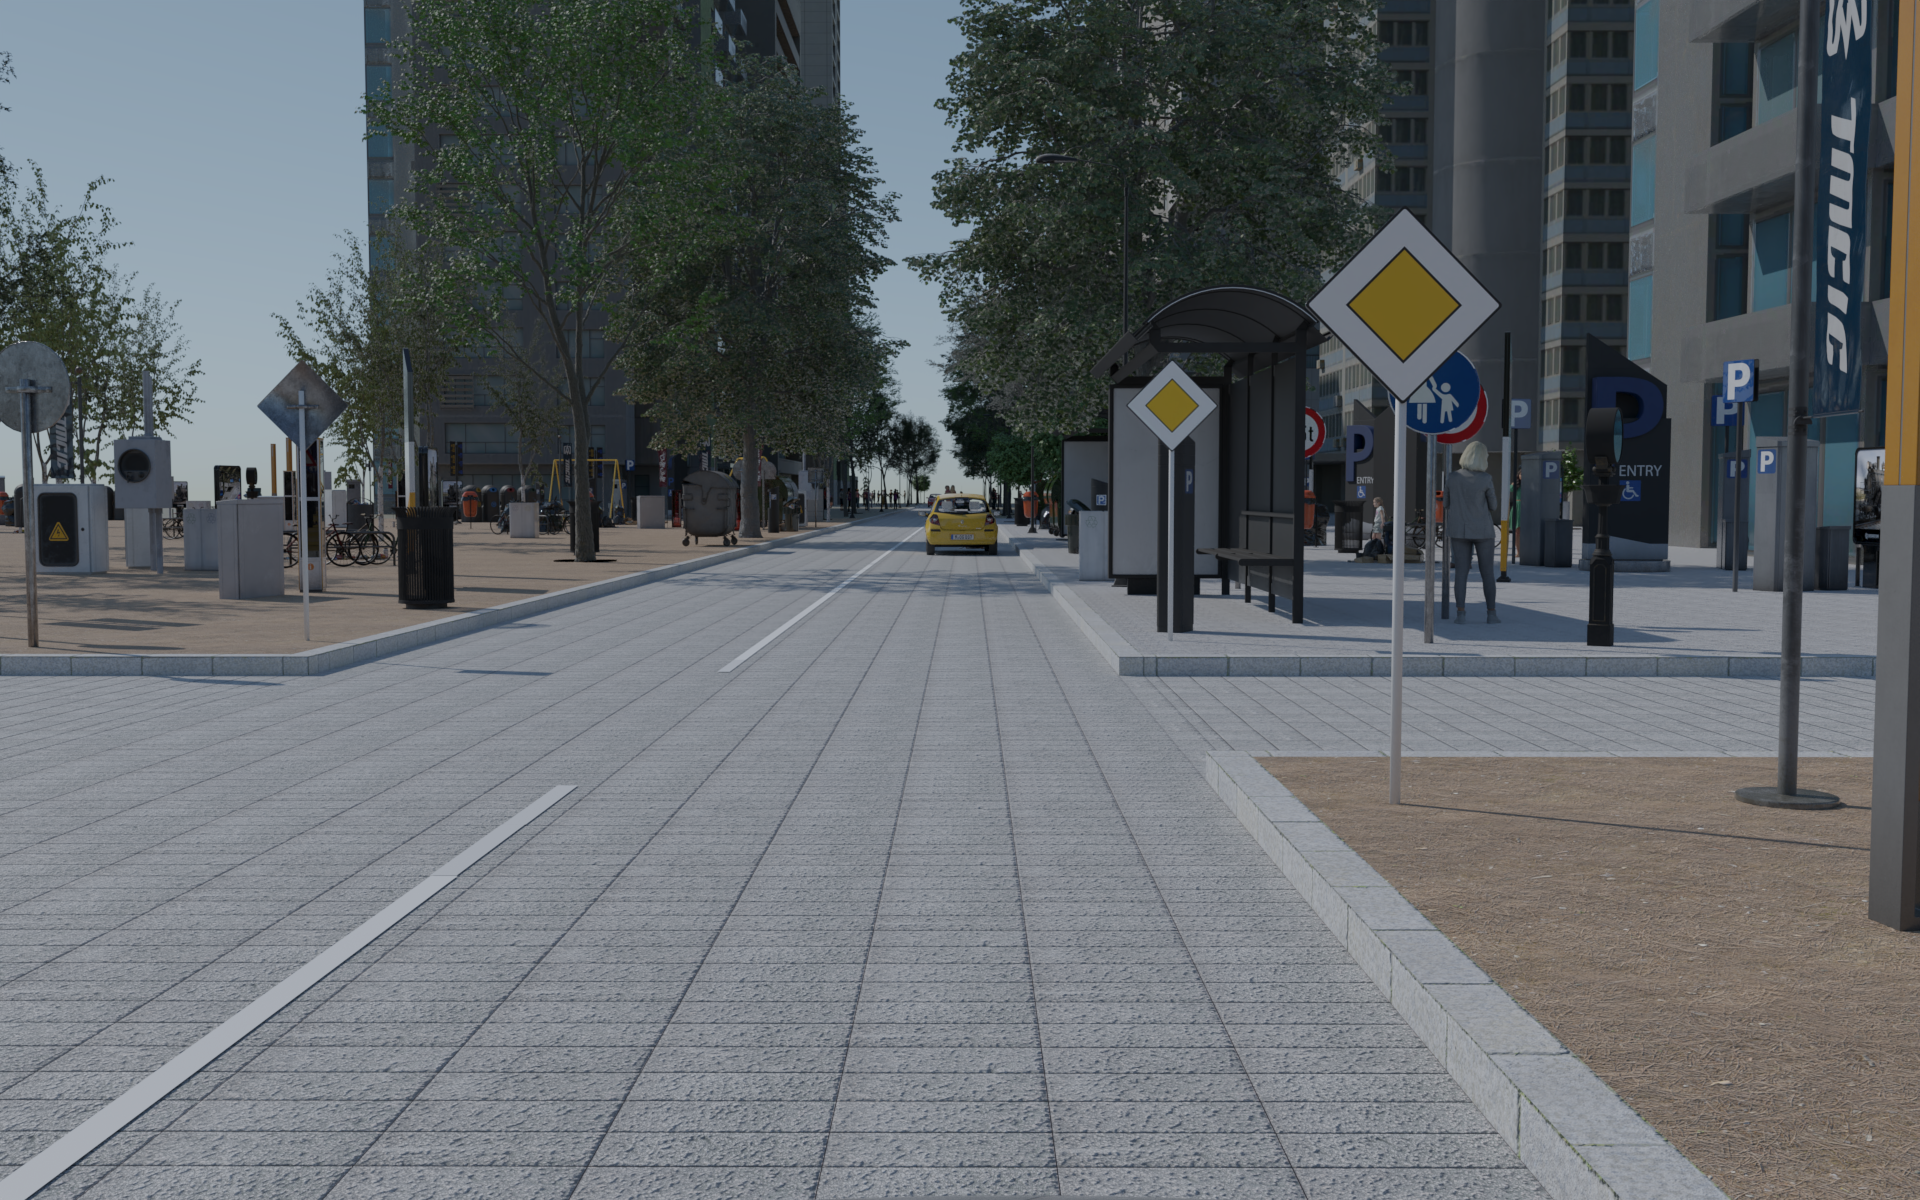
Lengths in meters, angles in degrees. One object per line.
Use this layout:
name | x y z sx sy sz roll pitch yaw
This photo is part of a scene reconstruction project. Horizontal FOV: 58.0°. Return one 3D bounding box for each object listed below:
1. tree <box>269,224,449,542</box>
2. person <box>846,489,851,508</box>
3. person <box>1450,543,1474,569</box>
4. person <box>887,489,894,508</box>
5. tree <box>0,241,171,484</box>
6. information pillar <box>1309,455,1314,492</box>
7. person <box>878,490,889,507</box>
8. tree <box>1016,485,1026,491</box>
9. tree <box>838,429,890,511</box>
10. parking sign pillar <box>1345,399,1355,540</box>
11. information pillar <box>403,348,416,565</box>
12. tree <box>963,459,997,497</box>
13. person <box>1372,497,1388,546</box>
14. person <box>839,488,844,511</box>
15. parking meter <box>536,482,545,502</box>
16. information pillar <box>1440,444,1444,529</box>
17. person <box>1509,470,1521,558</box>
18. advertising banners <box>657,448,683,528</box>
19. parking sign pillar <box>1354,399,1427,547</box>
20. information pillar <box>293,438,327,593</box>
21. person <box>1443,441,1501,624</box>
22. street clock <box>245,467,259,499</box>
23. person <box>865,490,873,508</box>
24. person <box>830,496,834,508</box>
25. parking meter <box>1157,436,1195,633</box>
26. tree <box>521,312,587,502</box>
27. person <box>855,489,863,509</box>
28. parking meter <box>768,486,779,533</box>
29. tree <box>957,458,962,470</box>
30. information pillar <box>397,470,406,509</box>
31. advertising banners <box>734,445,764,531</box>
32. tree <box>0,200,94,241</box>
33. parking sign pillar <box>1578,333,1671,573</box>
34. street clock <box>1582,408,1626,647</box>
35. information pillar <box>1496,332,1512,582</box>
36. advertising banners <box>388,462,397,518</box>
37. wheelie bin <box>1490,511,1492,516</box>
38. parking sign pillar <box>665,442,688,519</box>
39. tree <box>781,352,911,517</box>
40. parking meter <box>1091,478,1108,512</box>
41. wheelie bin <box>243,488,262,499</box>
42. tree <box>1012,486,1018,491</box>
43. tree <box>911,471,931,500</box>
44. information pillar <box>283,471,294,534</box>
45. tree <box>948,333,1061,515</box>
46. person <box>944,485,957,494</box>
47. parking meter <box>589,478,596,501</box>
tree | -15.906 -5.889 46.647 4.737 8.622 4.395 0 3 0
person | -10.529 -9.728 165.112 1.348 1.822 0.705 -1 4 -10
person | 8.688 -1.447 29.798 0.635 1.810 0.391 2 4 29
person | -6.553 -9.529 162.672 0.721 1.723 1.217 -3 5 -44
tree | -26.699 -6.302 53.392 4.360 8.622 3.978 0 3 0
information pillar | 11.930 -4.127 58.834 0.183 3.616 0.504 1 4 18
person | -7.263 -9.706 165.472 1.217 1.736 0.721 0 4 7
tree | 3.572 -10.776 126.552 4.360 8.622 3.978 0 3 0
tree | -7.065 -10.954 129.455 4.737 8.622 4.395 0 3 0
parking sign pillar | 11.421 -3.678 48.612 1.447 3.967 1.447 -2 4 -30
information pillar | -8.795 -2.221 27.676 0.183 3.616 0.504 -2 4 -25
tree | 3.255 -18.770 241.295 8.767 10.594 7.601 1 4 22
person | 9.005 -1.584 36.949 0.382 1.210 0.505 0 4 -2
person | -9.082 -7.795 134.279 0.721 1.735 1.217 1 4 22
parking meter | -20.521 -4.828 84.654 0.399 1.863 0.255 2 4 35
information pillar | 17.981 -4.446 64.054 0.183 3.616 0.504 3 5 44
person | 11.344 -1.751 34.915 0.600 1.795 0.529 1 4 14
advertising banners | -10.852 -4.293 66.380 0.090 3.025 2.074 3 4 37
parking sign pillar | 10.709 -3.284 42.163 1.447 3.967 1.447 -3 4 -38
information pillar | -8.478 -1.110 22.635 0.304 2.012 0.304 -1 4 -11
person | 5.079 -0.672 17.218 0.537 1.800 0.526 3 5 39
street clock | -19.085 -2.577 46.711 0.358 2.002 0.471 -1 4 -12
person | -8.452 -9.455 161.578 0.756 1.711 0.436 3 4 37
person | -11.980 -9.175 159.280 0.697 1.427 0.421 0 4 7
parking meter | 2.014 -0.638 16.136 0.255 1.863 0.399 2 4 27
tree | -17.169 -7.247 68.857 4.360 8.622 3.978 0 3 0
person | -9.231 -9.000 153.908 1.217 1.736 0.721 0 4 3
parking meter | -6.154 -2.981 57.155 0.372 1.533 0.369 0 3 0
tree | -5.898 -17.297 217.224 8.767 10.594 7.601 3 4 36
information pillar | -16.845 -2.934 52.462 0.304 2.012 0.304 0 4 3
advertising banners | -7.761 -3.910 60.110 2.074 3.025 0.090 -2 4 -28
tree | -22.886 -5.658 42.866 4.360 8.622 3.978 0 3 0
parking sign pillar | 11.125 -2.472 28.886 1.447 3.967 1.447 0 4 5
street clock | 5.421 -0.614 14.604 0.358 2.002 0.471 2 4 30
information pillar | 7.975 -2.075 25.279 0.183 3.616 0.504 1 4 21
advertising banners | -28.315 -5.573 87.302 0.090 3.025 2.074 1 4 14
wheelie bin | 19.109 -3.406 63.596 0.980 1.594 0.693 -1 4 -18
parking sign pillar | -14.547 -6.163 89.237 1.447 3.967 1.447 1 4 22
tree | -6.768 -9.971 97.442 7.601 10.594 8.767 0 4 -1
parking meter | 2.276 -1.178 27.678 0.372 1.533 0.369 0 3 0
wheelie bin | -35.077 -4.779 86.050 0.980 1.594 0.693 -1 4 -14
tree | 4.411 -12.577 155.996 4.737 8.622 4.395 0 3 0
tree | -5.544 -16.128 247.401 4.285 4.588 4.351 0 3 0
information pillar | -20.963 -3.041 54.209 0.304 2.012 0.304 0 4 -1
tree | 2.631 -11.033 106.146 9.928 11.665 9.643 0 3 0
person | -0.414 -4.069 75.006 0.580 1.828 0.573 0 4 6
parking meter | -13.389 -3.483 62.666 0.399 1.863 0.255 0 4 -7
